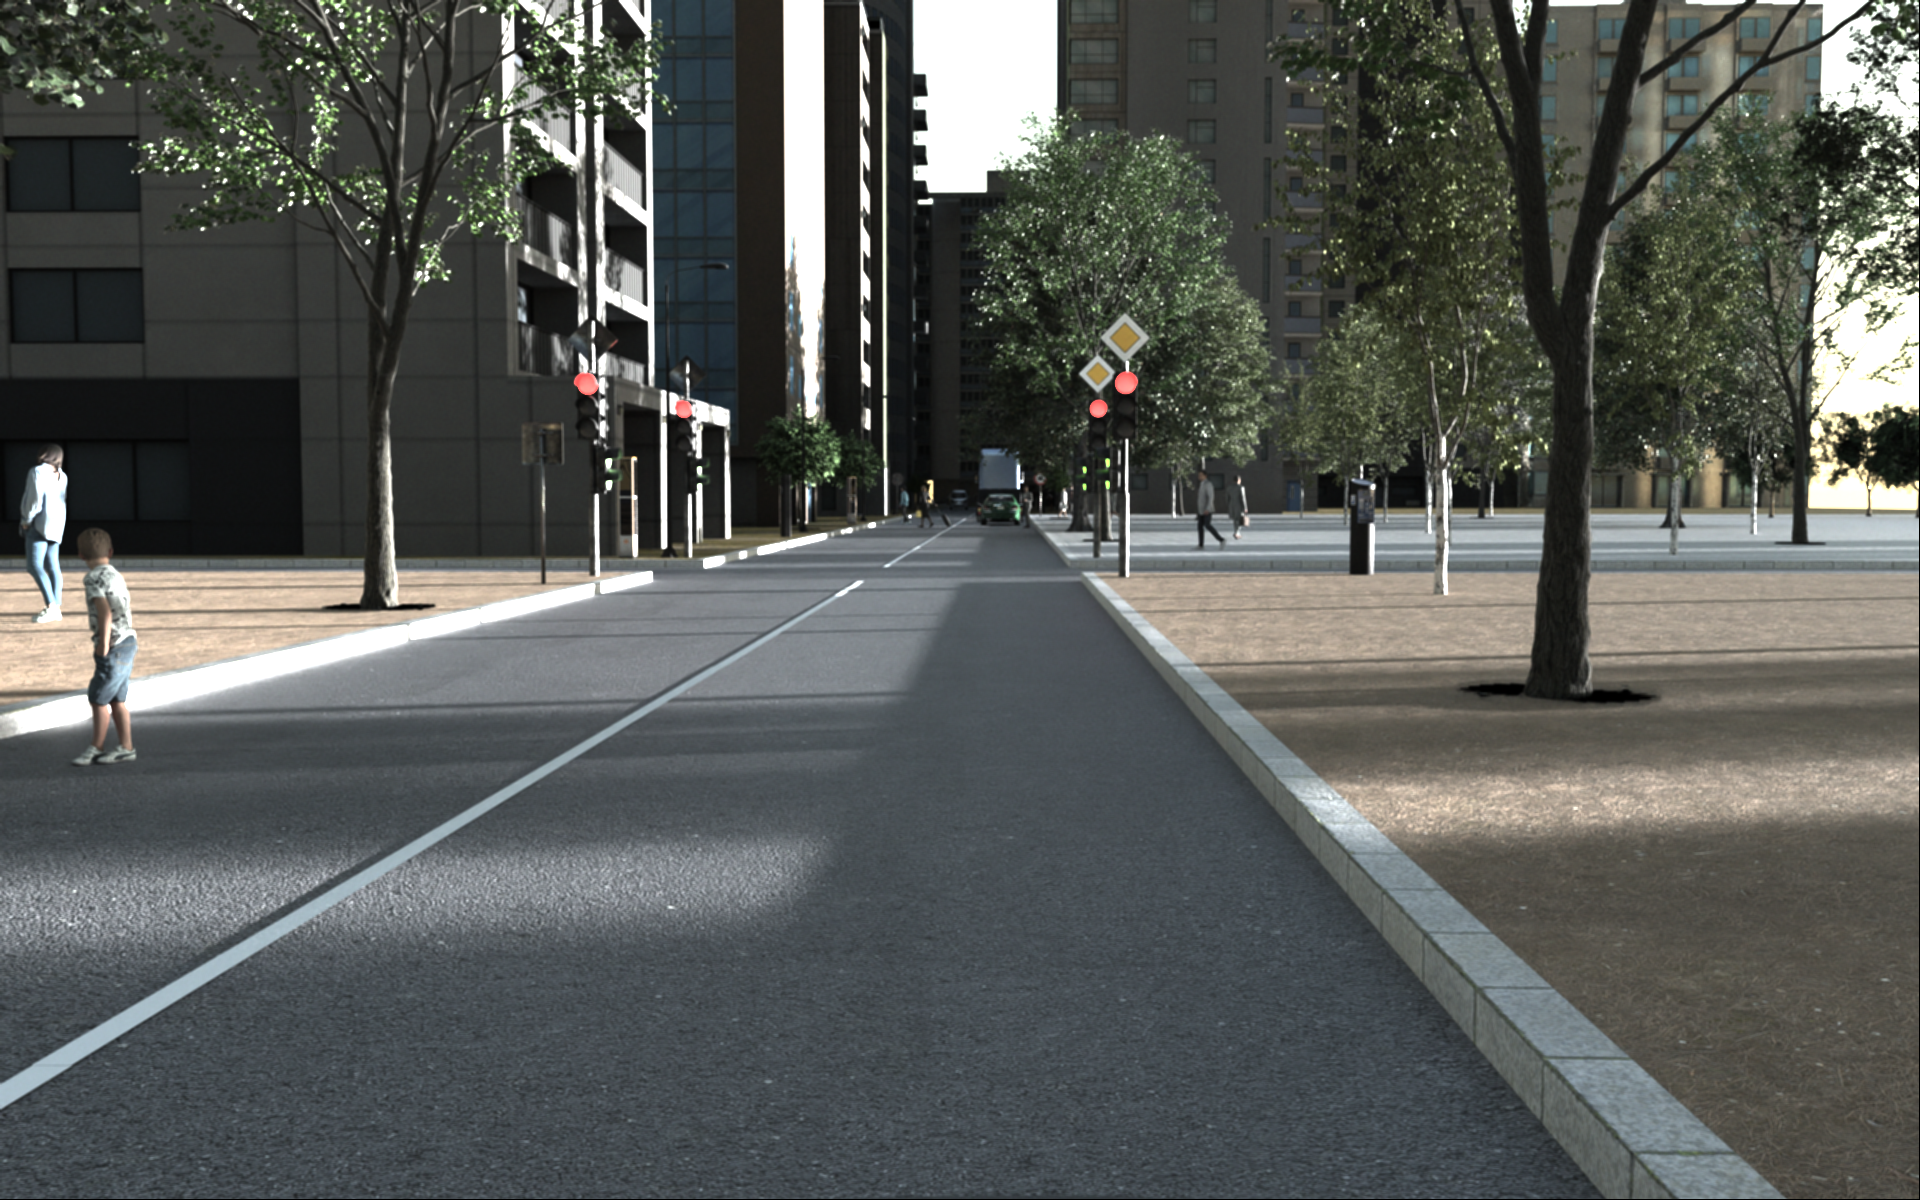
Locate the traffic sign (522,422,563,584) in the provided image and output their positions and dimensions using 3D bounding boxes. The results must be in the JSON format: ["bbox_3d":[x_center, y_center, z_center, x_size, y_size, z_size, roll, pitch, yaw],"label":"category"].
[{"bbox_3d":[-5.960,-1.382,24.728,0.606,2.300,0.079,0,4,8],"label":"traffic sign"}]

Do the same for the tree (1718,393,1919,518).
[{"bbox_3d":[51.604,-8.211,97.150,20.602,7.101,11.467,-3,5,-44],"label":"tree"}]

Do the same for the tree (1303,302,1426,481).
[{"bbox_3d":[24.080,-11.274,102.449,7.486,12.596,7.792,0,3,0],"label":"tree"}]

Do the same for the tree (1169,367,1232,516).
[{"bbox_3d":[13.023,-10.343,103.521,8.767,10.594,7.601,-3,5,-42],"label":"tree"}]

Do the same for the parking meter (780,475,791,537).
[{"bbox_3d":[-5.256,-2.846,52.241,0.255,1.863,0.399,-1,4,-18],"label":"parking meter"}]

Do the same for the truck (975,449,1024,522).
[{"bbox_3d":[2.210,-6.566,97.106,2.967,4.110,18.799,0,4,1],"label":"truck"}]

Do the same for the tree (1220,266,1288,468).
[{"bbox_3d":[12.194,-10.179,84.549,7.486,12.596,7.792,0,3,0],"label":"tree"}]

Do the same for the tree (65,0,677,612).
[{"bbox_3d":[-6.328,-5.708,19.086,9.928,11.665,9.643,0,3,0],"label":"tree"}]

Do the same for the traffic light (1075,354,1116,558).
[{"bbox_3d":[2.747,-2.810,34.867,0.839,4.253,0.868,0,4,2],"label":"traffic light"}]

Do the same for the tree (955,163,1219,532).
[{"bbox_3d":[4.243,-8.666,58.705,9.611,12.733,9.660,0,3,0],"label":"tree"}]

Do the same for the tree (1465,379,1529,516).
[{"bbox_3d":[31.958,-9.375,103.640,4.360,8.622,3.978,0,3,0],"label":"tree"}]

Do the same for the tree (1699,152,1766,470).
[{"bbox_3d":[14.877,-5.260,36.369,4.737,8.622,4.395,0,3,0],"label":"tree"}]

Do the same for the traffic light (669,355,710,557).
[{"bbox_3d":[-5.511,-2.823,35.074,0.839,4.253,0.868,0,4,2],"label":"traffic light"}]

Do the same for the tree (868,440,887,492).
[{"bbox_3d":[-5.402,-6.367,87.821,4.285,4.588,4.351,0,3,0],"label":"tree"}]

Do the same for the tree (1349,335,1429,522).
[{"bbox_3d":[19.628,-7.875,79.112,4.360,8.622,3.978,0,3,0],"label":"tree"}]

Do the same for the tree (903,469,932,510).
[{"bbox_3d":[-3.461,-8.677,136.470,1.663,3.219,1.824,0,3,0],"label":"tree"}]

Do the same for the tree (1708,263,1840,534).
[{"bbox_3d":[25.723,-6.421,55.349,4.360,8.622,3.978,0,3,0],"label":"tree"}]

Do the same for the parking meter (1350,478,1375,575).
[{"bbox_3d":[6.424,-1.177,27.661,0.372,1.533,0.369,0,3,0],"label":"parking meter"}]

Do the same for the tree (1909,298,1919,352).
[{"bbox_3d":[31.136,-6.271,52.888,4.360,8.622,3.978,0,3,0],"label":"tree"}]

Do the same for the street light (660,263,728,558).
[{"bbox_3d":[-5.357,-3.818,34.960,1.470,5.913,1.316,0,4,2],"label":"street light"}]

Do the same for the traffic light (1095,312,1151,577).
[{"bbox_3d":[2.531,-2.322,26.884,0.839,4.253,0.868,0,4,2],"label":"traffic light"}]

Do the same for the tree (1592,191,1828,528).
[{"bbox_3d":[27.164,-9.079,65.450,9.611,12.733,9.660,0,3,0],"label":"tree"}]

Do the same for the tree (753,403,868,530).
[{"bbox_3d":[-5.834,-4.841,62.861,4.285,4.588,4.351,0,3,0],"label":"tree"}]

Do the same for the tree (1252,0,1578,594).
[{"bbox_3d":[6.005,-4.369,21.789,4.737,8.622,4.395,0,3,0],"label":"tree"}]

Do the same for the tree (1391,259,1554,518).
[{"bbox_3d":[27.607,-11.049,91.017,12.009,13.543,11.850,0,3,0],"label":"tree"}]

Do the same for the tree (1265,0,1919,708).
[{"bbox_3d":[3.715,-5.182,10.489,9.928,11.665,9.643,0,3,0],"label":"tree"}]

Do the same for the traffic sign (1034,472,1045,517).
[{"bbox_3d":[4.573,-6.012,98.399,0.768,2.556,0.104,0,4,4],"label":"traffic sign"}]

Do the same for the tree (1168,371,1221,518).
[{"bbox_3d":[11.804,-8.771,93.766,4.360,8.622,3.978,0,3,0],"label":"tree"}]

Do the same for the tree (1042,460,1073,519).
[{"bbox_3d":[4.991,-5.799,89.417,1.663,3.219,1.824,0,3,0],"label":"tree"}]

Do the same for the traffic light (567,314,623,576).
[{"bbox_3d":[-5.728,-2.335,27.091,0.839,4.253,0.868,0,4,2],"label":"traffic light"}]

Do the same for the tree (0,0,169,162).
[{"bbox_3d":[-7.056,-6.189,7.852,9.857,13.997,8.962,0,3,0],"label":"tree"}]

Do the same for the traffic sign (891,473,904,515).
[{"bbox_3d":[-3.761,-6.355,104.008,0.768,2.556,0.104,1,4,11],"label":"traffic sign"}]

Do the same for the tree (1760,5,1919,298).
[{"bbox_3d":[14.476,-5.328,21.527,8.767,10.594,7.601,2,4,29],"label":"tree"}]

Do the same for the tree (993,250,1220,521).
[{"bbox_3d":[5.241,-9.393,71.703,7.486,12.596,7.792,0,3,0],"label":"tree"}]

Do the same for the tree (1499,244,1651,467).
[{"bbox_3d":[28.582,-9.829,78.838,7.486,12.596,7.792,0,3,0],"label":"tree"}]
